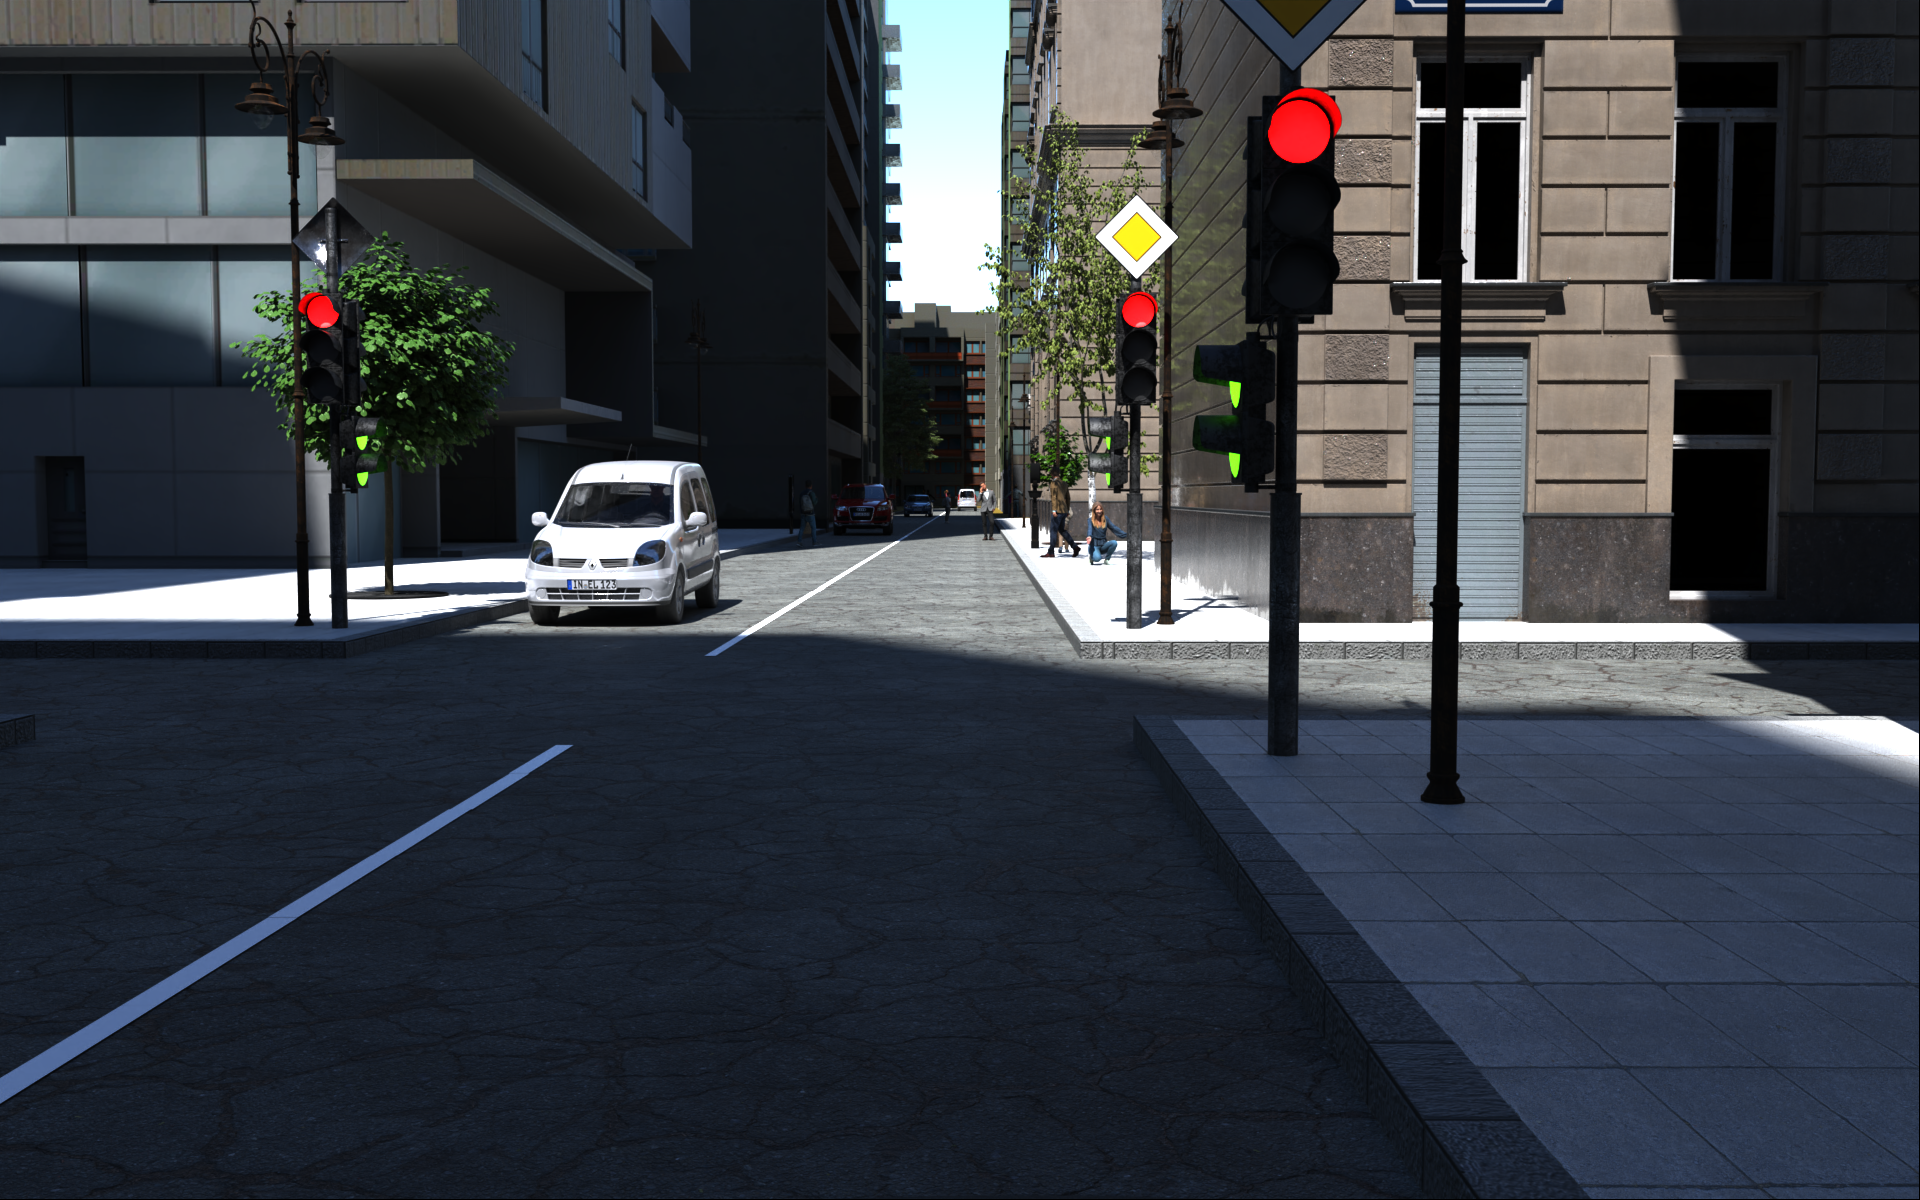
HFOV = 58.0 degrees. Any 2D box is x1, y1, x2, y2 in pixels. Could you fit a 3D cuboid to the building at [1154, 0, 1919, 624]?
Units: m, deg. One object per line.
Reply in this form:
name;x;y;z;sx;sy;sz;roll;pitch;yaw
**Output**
building;15.277;-13.739;21.901;25.104;27.353;12.463;0;4;0

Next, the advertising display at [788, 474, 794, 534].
advertising display;-5.439;-3.098;55.860;0.123;1.923;0.974;0;4;-2

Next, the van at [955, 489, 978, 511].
van;0.606;-8.484;145.720;2.013;2.044;4.112;0;4;1

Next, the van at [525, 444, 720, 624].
van;-3.899;-0.822;20.456;2.013;2.044;4.112;0;4;1

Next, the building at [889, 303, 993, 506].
building;-2.800;-21.018;188.684;28.899;21.520;27.650;0;4;0

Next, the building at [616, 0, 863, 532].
building;-15.470;-27.479;72.991;21.300;48.544;21.600;0;4;0

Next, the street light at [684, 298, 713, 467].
street light;-6.182;-4.179;41.111;0.468;5.910;1.993;0;4;0

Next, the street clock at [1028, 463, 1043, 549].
street clock;1.767;-2.211;40.713;0.358;2.002;0.471;0;4;5

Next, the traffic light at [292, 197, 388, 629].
traffic light;-5.920;-1.684;16.461;0.839;4.253;0.868;0;4;0

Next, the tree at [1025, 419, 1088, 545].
tree;2.435;-3.016;43.920;1.663;3.219;1.824;0;3;0

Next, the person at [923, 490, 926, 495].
person;-3.152;-8.698;150.675;0.705;1.831;1.348;-2;4;-29

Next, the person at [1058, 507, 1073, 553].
person;2.227;-1.671;37.632;0.475;1.303;0.640;0;4;8

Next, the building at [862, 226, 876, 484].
building;-19.843;-15.983;106.359;27.650;21.520;28.899;0;4;0

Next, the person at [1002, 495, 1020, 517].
person;2.809;-5.248;95.070;0.991;1.433;0.599;0;4;7

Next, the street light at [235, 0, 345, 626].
street light;-6.396;-2.686;16.709;0.468;5.910;1.993;0;4;0

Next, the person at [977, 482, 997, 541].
person;0.837;-2.742;53.509;0.592;1.802;0.473;1;4;18

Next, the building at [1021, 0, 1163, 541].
building;8.403;-15.969;58.359;12.463;27.353;25.104;0;4;0

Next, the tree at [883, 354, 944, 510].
tree;-5.204;-13.556;139.761;7.486;12.596;7.792;0;3;0

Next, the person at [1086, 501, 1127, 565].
person;2.645;-1.204;31.222;1.012;1.151;0.738;-1;4;-14

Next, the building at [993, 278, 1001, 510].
building;17.132;-18.856;153.335;27.650;21.520;28.899;0;4;0

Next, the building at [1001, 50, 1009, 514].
building;9.891;-21.092;116.548;14.160;30.474;14.107;0;4;0

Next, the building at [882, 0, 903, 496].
building;-20.567;-32.778;155.535;30.456;49.044;23.786;0;4;0

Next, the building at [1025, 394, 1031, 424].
building;10.174;-18.073;81.396;13.634;28.700;20.117;0;4;0

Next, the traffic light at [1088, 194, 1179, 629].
traffic light;1.642;-1.681;16.413;0.839;4.253;0.868;0;4;0

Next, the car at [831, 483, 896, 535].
car;-3.425;-3.249;61.789;2.281;1.827;5.304;0;4;-1

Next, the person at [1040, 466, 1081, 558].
person;2.032;-1.775;34.982;0.836;1.842;0.656;0;4;2

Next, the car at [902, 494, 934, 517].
car;-2.601;-5.939;109.101;2.014;1.417;4.499;0;4;1

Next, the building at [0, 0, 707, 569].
building;-21.539;-27.596;40.426;28.713;52.752;27.495;0;4;0

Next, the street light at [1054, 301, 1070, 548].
street light;2.330;-4.182;41.167;0.468;5.910;1.993;0;4;0

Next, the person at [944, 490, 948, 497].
person;-0.905;-7.539;132.484;0.721;1.743;1.217;0;4;-6

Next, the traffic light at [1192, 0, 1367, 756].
traffic light;1.573;-1.193;8.428;0.839;4.253;0.868;0;4;0

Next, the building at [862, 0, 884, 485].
building;-13.035;-27.129;127.152;14.154;41.232;14.086;0;4;0

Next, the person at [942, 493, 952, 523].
person;-0.639;-4.591;86.151;0.503;1.515;0.523;1;4;14

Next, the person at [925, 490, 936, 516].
person;-2.124;-6.362;113.346;1.217;1.723;0.721;-1;4;-19

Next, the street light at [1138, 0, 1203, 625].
street light;2.028;-2.698;16.902;0.468;5.910;1.993;0;4;0

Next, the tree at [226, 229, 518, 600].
tree;-7.236;-2.315;21.561;4.285;4.588;4.351;0;3;0

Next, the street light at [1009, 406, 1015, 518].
street light;2.748;-7.229;90.974;0.468;5.910;1.993;0;4;0

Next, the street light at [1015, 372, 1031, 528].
street light;2.435;-5.686;65.760;0.468;5.910;1.993;0;4;0

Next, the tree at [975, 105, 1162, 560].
tree;2.452;-5.042;32.794;4.737;8.622;4.395;0;3;0

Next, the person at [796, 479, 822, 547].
person;-4.112;-2.332;46.616;0.713;1.824;0.794;-3;4;-36

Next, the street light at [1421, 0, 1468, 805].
street light;2.018;-2.096;7.061;0.468;5.910;1.993;0;4;0

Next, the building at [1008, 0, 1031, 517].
building;9.832;-25.559;101.479;14.154;41.232;14.086;0;4;0

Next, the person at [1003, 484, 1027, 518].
person;2.988;-5.340;93.427;1.350;1.814;0.705;-1;4;-13

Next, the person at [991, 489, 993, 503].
person;2.880;-9.287;158.805;0.541;1.710;0.530;0;4;4
